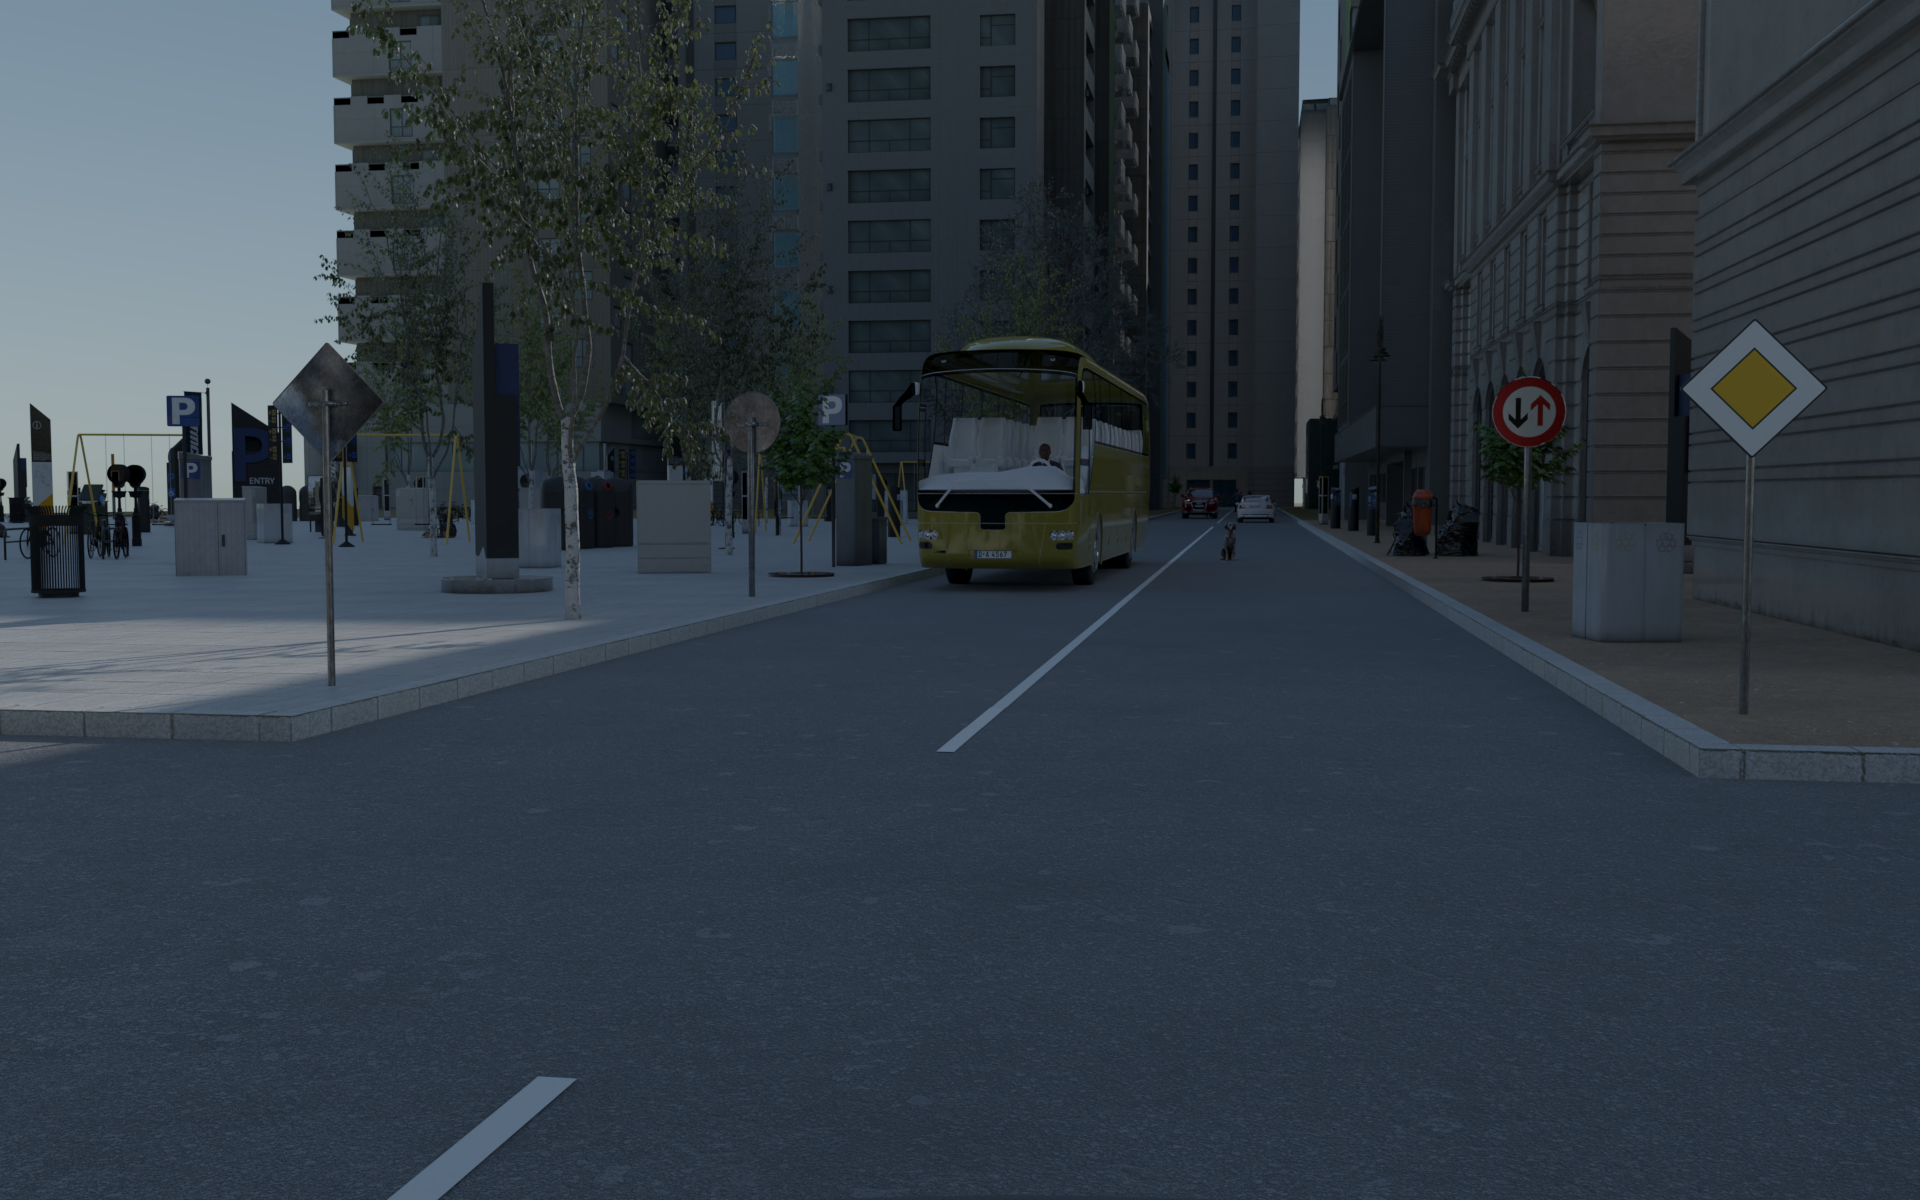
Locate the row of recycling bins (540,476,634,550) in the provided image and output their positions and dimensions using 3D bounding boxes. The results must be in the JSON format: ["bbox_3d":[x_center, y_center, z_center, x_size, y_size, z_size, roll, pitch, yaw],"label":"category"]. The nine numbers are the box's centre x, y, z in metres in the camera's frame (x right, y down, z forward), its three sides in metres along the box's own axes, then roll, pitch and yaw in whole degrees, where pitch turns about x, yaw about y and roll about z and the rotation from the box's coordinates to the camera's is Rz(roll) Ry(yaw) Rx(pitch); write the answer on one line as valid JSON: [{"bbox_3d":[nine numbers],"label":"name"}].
[{"bbox_3d":[-8.843,-2.072,40.986,1.069,1.692,3.534,1,4,17],"label":"row of recycling bins"}]

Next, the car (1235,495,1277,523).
[{"bbox_3d":[15.006,-4.615,87.815,2.083,1.381,4.827,1,4,10],"label":"car"}]

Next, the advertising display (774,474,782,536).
[{"bbox_3d":[-5.658,-2.976,53.879,0.123,1.923,0.974,0,4,2],"label":"advertising display"}]

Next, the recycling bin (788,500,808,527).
[{"bbox_3d":[-6.416,-3.422,68.500,0.722,1.027,0.722,-1,4,-14],"label":"recycling bin"}]

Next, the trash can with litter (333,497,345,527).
[{"bbox_3d":[-24.147,-3.441,67.651,0.624,1.170,1.055,-1,4,-11],"label":"trash can with litter"}]

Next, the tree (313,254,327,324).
[{"bbox_3d":[-10.834,-5.187,35.175,4.360,8.622,3.978,0,3,0],"label":"tree"}]

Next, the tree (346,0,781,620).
[{"bbox_3d":[-3.897,-4.091,17.256,4.360,8.622,3.978,0,3,0],"label":"tree"}]

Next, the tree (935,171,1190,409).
[{"bbox_3d":[3.576,-9.577,66.952,12.009,13.543,11.850,0,3,0],"label":"tree"}]

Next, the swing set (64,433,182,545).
[{"bbox_3d":[-21.191,-2.896,44.973,3.119,2.851,2.862,-1,4,-9],"label":"swing set"}]

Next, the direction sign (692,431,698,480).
[{"bbox_3d":[-9.147,-4.147,59.795,0.379,3.537,0.876,0,4,1],"label":"direction sign"}]

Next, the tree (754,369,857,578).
[{"bbox_3d":[-2.424,-1.971,26.832,1.663,3.219,1.824,0,3,0],"label":"tree"}]

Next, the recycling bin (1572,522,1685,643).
[{"bbox_3d":[5.886,-0.167,15.284,0.722,1.027,0.722,0,4,-1],"label":"recycling bin"}]

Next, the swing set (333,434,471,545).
[{"bbox_3d":[-14.662,-2.908,45.170,3.119,2.851,2.862,0,4,-4],"label":"swing set"}]

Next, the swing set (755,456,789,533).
[{"bbox_3d":[-5.126,-3.678,57.763,3.119,2.851,2.862,0,4,1],"label":"swing set"}]

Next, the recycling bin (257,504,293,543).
[{"bbox_3d":[-17.979,-2.011,45.435,0.722,1.027,0.722,-3,4,-37],"label":"recycling bin"}]

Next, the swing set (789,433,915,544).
[{"bbox_3d":[-2.805,-2.950,45.856,2.862,2.851,3.119,0,4,3],"label":"swing set"}]

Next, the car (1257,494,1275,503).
[{"bbox_3d":[21.072,-6.687,121.330,2.014,1.417,4.499,0,4,8],"label":"car"}]

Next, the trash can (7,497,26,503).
[{"bbox_3d":[-41.440,-3.942,76.113,0.748,1.137,0.748,0,3,0],"label":"trash can"}]

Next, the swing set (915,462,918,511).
[{"bbox_3d":[-1.323,-5.252,83.485,3.119,2.851,2.862,-1,4,-14],"label":"swing set"}]

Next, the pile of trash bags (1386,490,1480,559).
[{"bbox_3d":[9.761,-1.597,35.863,1.912,1.369,3.447,1,4,21],"label":"pile of trash bags"}]

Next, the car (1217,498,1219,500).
[{"bbox_3d":[19.203,-7.753,135.801,2.155,1.783,4.494,1,4,11],"label":"car"}]

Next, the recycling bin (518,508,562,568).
[{"bbox_3d":[-7.412,-1.082,30.244,0.722,1.027,0.722,0,4,4],"label":"recycling bin"}]

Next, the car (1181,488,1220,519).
[{"bbox_3d":[14.195,-5.726,102.292,2.281,1.827,5.304,1,4,9],"label":"car"}]

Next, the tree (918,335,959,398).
[{"bbox_3d":[0.029,-7.802,77.929,4.360,8.622,3.978,0,3,0],"label":"tree"}]

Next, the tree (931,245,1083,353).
[{"bbox_3d":[1.596,-6.157,51.034,4.737,8.622,4.395,0,3,0],"label":"tree"}]

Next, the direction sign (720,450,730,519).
[{"bbox_3d":[-12.196,-5.945,89.196,0.876,3.537,0.379,-3,5,-42],"label":"direction sign"}]

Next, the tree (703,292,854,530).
[{"bbox_3d":[-5.961,-6.819,61.858,4.737,8.622,4.395,0,3,0],"label":"tree"}]

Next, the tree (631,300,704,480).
[{"bbox_3d":[-10.666,-7.034,65.374,4.737,8.622,4.395,0,3,0],"label":"tree"}]

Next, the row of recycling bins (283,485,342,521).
[{"bbox_3d":[-30.549,-4.608,82.449,3.534,1.692,1.069,-2,4,-28],"label":"row of recycling bins"}]

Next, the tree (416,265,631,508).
[{"bbox_3d":[-13.630,-6.347,54.133,4.737,8.622,4.395,0,3,0],"label":"tree"}]

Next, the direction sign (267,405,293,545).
[{"bbox_3d":[-17.250,-3.180,43.998,0.876,3.537,0.379,2,4,30],"label":"direction sign"}]

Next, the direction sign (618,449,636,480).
[{"bbox_3d":[-16.754,-5.826,87.245,0.876,3.537,0.379,-2,4,-26],"label":"direction sign"}]

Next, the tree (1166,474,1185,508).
[{"bbox_3d":[20.180,-10.270,162.517,1.663,3.219,1.824,0,3,0],"label":"tree"}]

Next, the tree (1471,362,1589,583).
[{"bbox_3d":[8.376,-1.889,25.481,1.663,3.219,1.824,0,3,0],"label":"tree"}]

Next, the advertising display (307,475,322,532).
[{"bbox_3d":[-21.537,-3.244,58.256,0.974,1.923,0.123,1,4,23],"label":"advertising display"}]

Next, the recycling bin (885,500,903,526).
[{"bbox_3d":[-2.723,-3.572,70.962,0.722,1.027,0.722,0,4,3],"label":"recycling bin"}]

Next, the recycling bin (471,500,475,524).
[{"bbox_3d":[-20.469,-3.763,74.072,0.722,1.027,0.722,-2,4,-30],"label":"recycling bin"}]

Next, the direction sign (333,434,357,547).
[{"bbox_3d":[-14.870,-3.051,41.880,0.379,3.537,0.876,1,4,20],"label":"direction sign"}]

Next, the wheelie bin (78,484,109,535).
[{"bbox_3d":[-27.475,-2.875,54.910,0.980,1.594,0.693,0,4,4],"label":"wheelie bin"}]

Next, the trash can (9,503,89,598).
[{"bbox_3d":[-11.224,-0.605,21.538,0.748,1.137,0.748,0,3,0],"label":"trash can"}]

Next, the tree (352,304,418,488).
[{"bbox_3d":[-21.031,-7.019,65.116,4.737,8.622,4.395,0,3,0],"label":"tree"}]

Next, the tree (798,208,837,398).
[{"bbox_3d":[-4.769,-5.257,36.315,4.360,8.622,3.978,0,3,0],"label":"tree"}]
